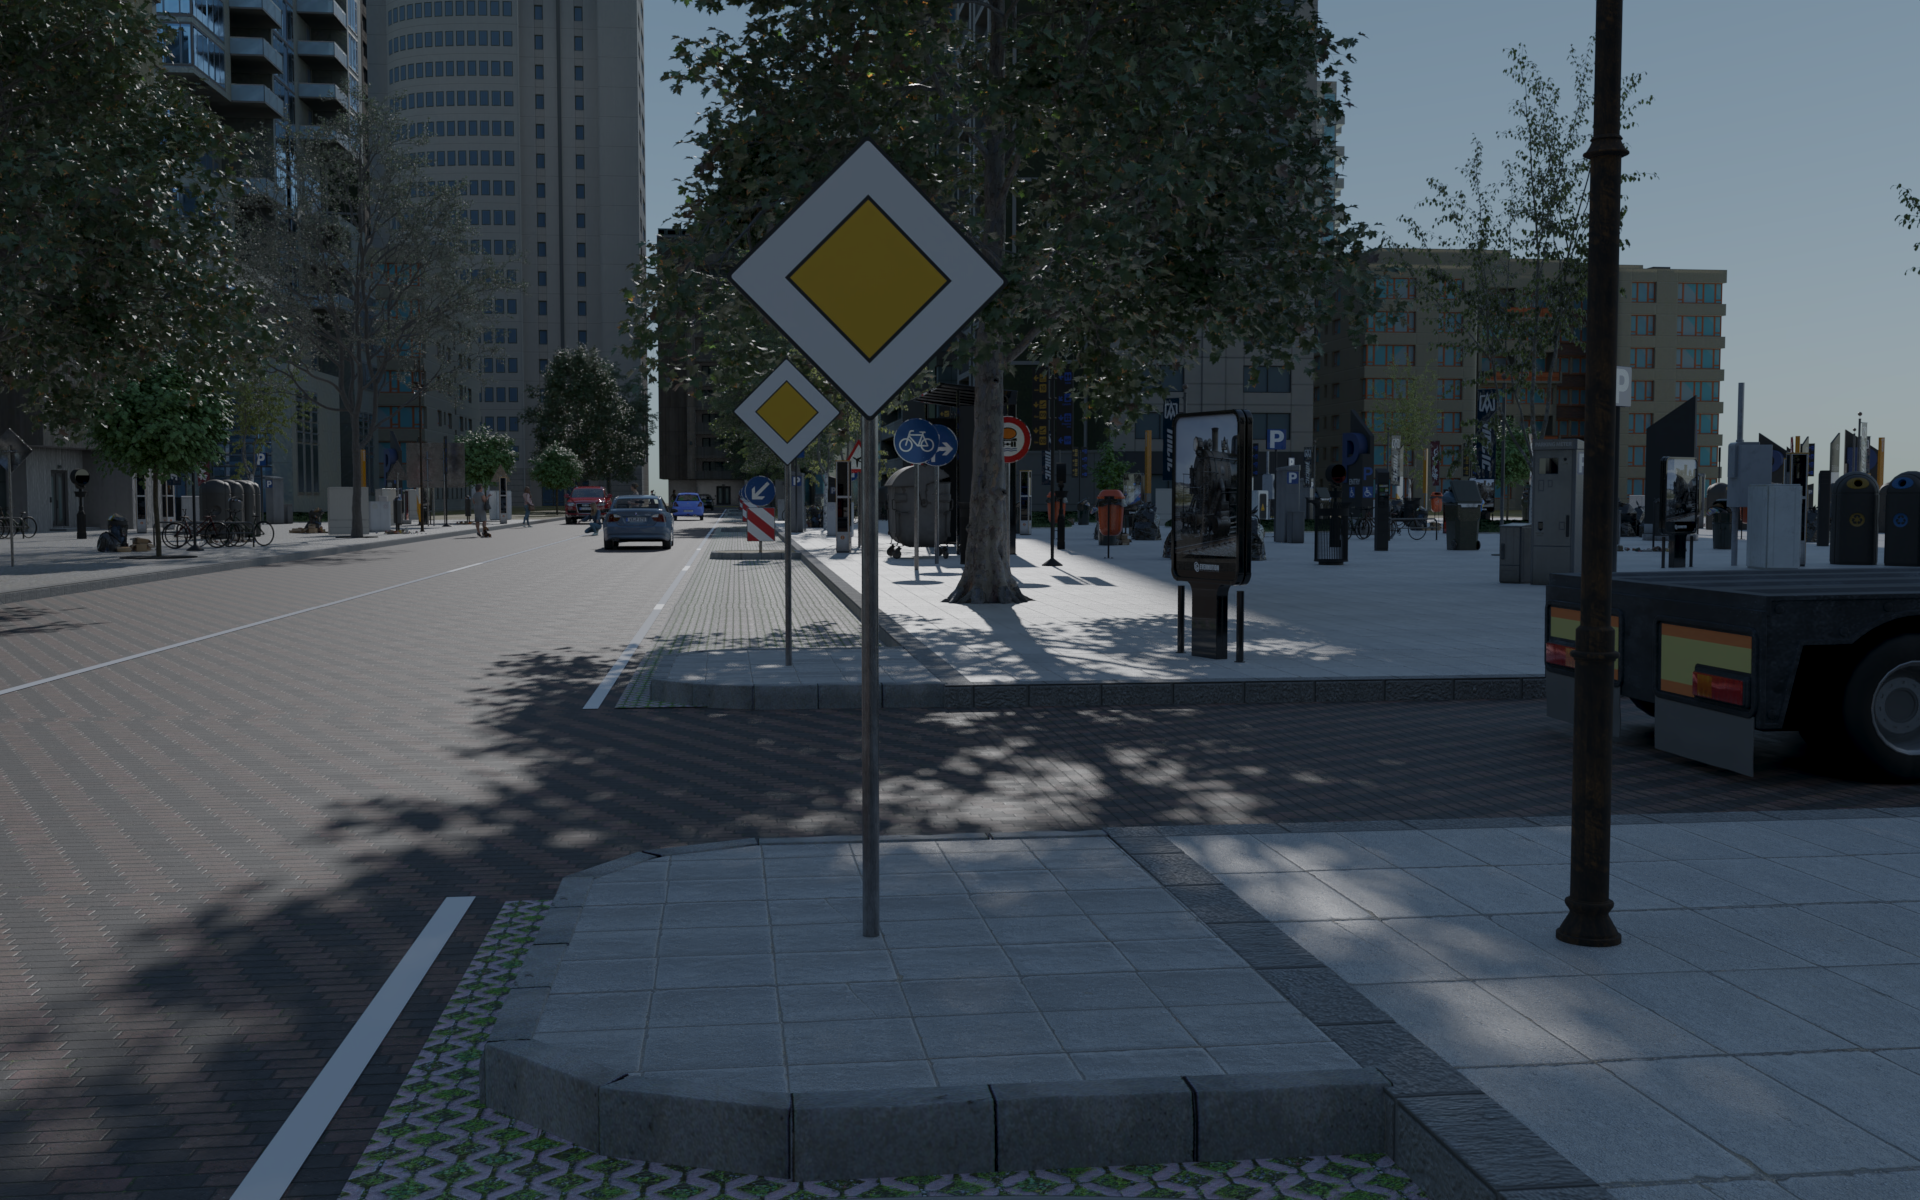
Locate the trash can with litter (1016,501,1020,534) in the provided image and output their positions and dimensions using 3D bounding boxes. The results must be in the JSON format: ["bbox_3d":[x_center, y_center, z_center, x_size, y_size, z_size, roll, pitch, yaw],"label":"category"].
[{"bbox_3d":[1.758,-2.704,55.592,1.055,1.170,0.624,2,4,32],"label":"trash can with litter"}]

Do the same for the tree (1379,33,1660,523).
[{"bbox_3d":[9.224,-4.754,28.096,4.360,8.622,3.978,0,3,0],"label":"tree"}]

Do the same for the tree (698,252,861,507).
[{"bbox_3d":[-7.719,-10.691,81.452,9.857,13.997,8.962,0,3,0],"label":"tree"}]

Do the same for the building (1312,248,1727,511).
[{"bbox_3d":[42.926,-18.380,145.545,28.899,21.520,27.650,0,4,-7],"label":"building"}]

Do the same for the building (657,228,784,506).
[{"bbox_3d":[-25.593,-25.445,187.732,14.107,30.474,14.160,0,4,-7],"label":"building"}]

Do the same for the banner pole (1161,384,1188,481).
[{"bbox_3d":[4.941,-3.029,39.544,0.863,3.779,0.401,3,5,44],"label":"banner pole"}]

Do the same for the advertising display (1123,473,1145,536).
[{"bbox_3d":[5.326,-2.930,53.116,0.123,1.923,0.974,-2,4,-29],"label":"advertising display"}]

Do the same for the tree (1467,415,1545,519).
[{"bbox_3d":[22.605,-5.380,71.677,4.285,4.588,4.351,0,3,0],"label":"tree"}]

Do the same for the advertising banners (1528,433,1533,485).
[{"bbox_3d":[17.102,-3.339,50.772,0.090,3.025,2.074,3,5,43],"label":"advertising banners"}]

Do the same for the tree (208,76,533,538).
[{"bbox_3d":[-17.580,-8.567,50.439,12.009,13.543,11.850,0,3,0],"label":"tree"}]

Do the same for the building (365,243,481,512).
[{"bbox_3d":[-53.948,-17.674,134.008,28.899,21.520,27.650,0,4,-7],"label":"building"}]

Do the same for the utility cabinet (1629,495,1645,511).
[{"bbox_3d":[36.305,-4.977,92.528,1.020,1.237,0.306,2,4,26],"label":"utility cabinet"}]

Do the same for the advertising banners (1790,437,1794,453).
[{"bbox_3d":[25.579,-3.510,53.576,0.090,3.025,2.074,1,4,18],"label":"advertising banners"}]

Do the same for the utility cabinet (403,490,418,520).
[{"bbox_3d":[-26.895,-4.668,84.999,0.318,1.500,1.173,1,4,22],"label":"utility cabinet"}]

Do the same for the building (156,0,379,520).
[{"bbox_3d":[-45.972,-47.965,96.900,22.319,86.520,31.000,0,4,-7],"label":"building"}]

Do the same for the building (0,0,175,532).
[{"bbox_3d":[-36.852,-17.591,59.308,14.160,30.474,14.107,0,4,-7],"label":"building"}]

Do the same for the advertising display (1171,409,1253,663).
[{"bbox_3d":[1.957,-0.509,13.542,0.123,1.923,0.974,-2,4,-24],"label":"advertising display"}]

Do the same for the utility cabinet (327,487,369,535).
[{"bbox_3d":[-19.050,-2.768,53.932,1.173,1.500,0.318,-2,4,-29],"label":"utility cabinet"}]

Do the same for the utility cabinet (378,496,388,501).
[{"bbox_3d":[-20.698,-3.121,62.188,0.306,1.237,1.020,-1,4,-17],"label":"utility cabinet"}]

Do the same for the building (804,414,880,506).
[{"bbox_3d":[-4.098,-35.173,194.689,30.456,49.044,23.786,0,4,-7],"label":"building"}]

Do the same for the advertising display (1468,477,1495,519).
[{"bbox_3d":[19.448,-3.635,64.638,0.974,1.923,0.123,0,4,5],"label":"advertising display"}]

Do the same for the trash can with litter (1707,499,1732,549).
[{"bbox_3d":[17.793,-1.776,40.425,0.624,1.170,1.055,2,4,27],"label":"trash can with litter"}]

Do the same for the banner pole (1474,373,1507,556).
[{"bbox_3d":[11.127,-2.822,36.160,0.401,3.779,0.863,-3,5,-42],"label":"banner pole"}]

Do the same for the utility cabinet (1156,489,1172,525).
[{"bbox_3d":[8.494,-3.746,69.929,1.173,1.500,0.318,1,4,10],"label":"utility cabinet"}]

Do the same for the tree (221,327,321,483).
[{"bbox_3d":[-26.849,-7.067,65.911,4.737,8.622,4.395,0,3,0],"label":"tree"}]

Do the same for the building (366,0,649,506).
[{"bbox_3d":[-48.343,-39.475,187.416,28.212,58.520,21.231,0,4,-7],"label":"building"}]

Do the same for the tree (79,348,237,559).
[{"bbox_3d":[-16.089,-3.121,34.741,4.285,4.588,4.351,0,3,0],"label":"tree"}]

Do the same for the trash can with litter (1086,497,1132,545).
[{"bbox_3d":[3.801,-1.955,43.349,0.624,1.170,1.055,3,5,43],"label":"trash can with litter"}]

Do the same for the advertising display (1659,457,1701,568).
[{"bbox_3d":[12.515,-1.527,30.174,0.974,1.923,0.123,-2,4,-35],"label":"advertising display"}]

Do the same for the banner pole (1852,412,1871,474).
[{"bbox_3d":[27.566,-3.851,52.987,0.863,3.779,0.401,-3,5,-43],"label":"banner pole"}]

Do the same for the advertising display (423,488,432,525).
[{"bbox_3d":[-22.441,-4.120,72.577,0.974,1.923,0.123,3,5,41],"label":"advertising display"}]

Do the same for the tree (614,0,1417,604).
[{"bbox_3d":[0.439,-6.314,20.237,9.611,12.733,9.660,0,3,0],"label":"tree"}]

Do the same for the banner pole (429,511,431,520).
[{"bbox_3d":[-25.800,-5.804,84.918,0.863,3.779,0.401,-3,5,-42],"label":"banner pole"}]

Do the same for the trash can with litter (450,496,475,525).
[{"bbox_3d":[-20.872,-3.829,73.662,1.678,1.210,2.233,-2,4,-24],"label":"trash can with litter"}]

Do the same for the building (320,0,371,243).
[{"bbox_3d":[-73.367,-45.549,182.973,20.611,71.187,20.563,0,4,-7],"label":"building"}]

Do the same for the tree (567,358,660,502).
[{"bbox_3d":[-32.142,-15.385,158.191,9.857,13.997,8.962,0,3,0],"label":"tree"}]

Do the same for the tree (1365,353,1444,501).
[{"bbox_3d":[23.057,-8.493,89.231,4.737,8.622,4.395,0,3,0],"label":"tree"}]

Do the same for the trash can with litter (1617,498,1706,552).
[{"bbox_3d":[15.383,-1.701,38.870,2.233,1.210,1.678,-1,4,-11],"label":"trash can with litter"}]

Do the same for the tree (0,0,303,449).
[{"bbox_3d":[-14.189,-6.528,23.741,9.611,12.733,9.660,0,3,0],"label":"tree"}]

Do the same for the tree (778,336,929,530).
[{"bbox_3d":[-2.987,-5.951,47.659,4.360,8.622,3.978,0,3,0],"label":"tree"}]

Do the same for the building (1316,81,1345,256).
[{"bbox_3d":[27.263,-35.428,198.858,30.456,49.044,23.786,0,4,-7],"label":"building"}]

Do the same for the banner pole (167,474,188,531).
[{"bbox_3d":[-27.415,-4.328,60.784,0.863,3.779,0.401,-2,4,-23],"label":"banner pole"}]

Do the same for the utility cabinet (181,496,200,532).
[{"bbox_3d":[-24.779,-2.766,56.385,1.020,1.237,0.306,-2,4,-26],"label":"utility cabinet"}]

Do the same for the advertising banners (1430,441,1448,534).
[{"bbox_3d":[15.845,-3.666,56.127,0.090,3.025,2.074,-1,4,-20],"label":"advertising banners"}]

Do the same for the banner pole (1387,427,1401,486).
[{"bbox_3d":[16.172,-4.573,64.791,0.863,3.779,0.401,-2,4,-30],"label":"banner pole"}]

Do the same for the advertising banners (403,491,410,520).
[{"bbox_3d":[-25.367,-5.085,79.329,0.090,3.025,2.074,0,4,-3],"label":"advertising banners"}]

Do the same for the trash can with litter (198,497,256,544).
[{"bbox_3d":[-19.394,-2.114,45.624,1.678,1.210,2.233,1,4,11],"label":"trash can with litter"}]

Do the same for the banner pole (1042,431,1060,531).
[{"bbox_3d":[3.210,-4.279,59.986,0.863,3.779,0.401,1,4,17],"label":"banner pole"}]

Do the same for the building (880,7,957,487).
[{"bbox_3d":[4.808,-31.798,143.600,21.300,48.544,21.600,0,4,-7],"label":"building"}]

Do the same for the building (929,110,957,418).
[{"bbox_3d":[4.477,-21.656,125.771,14.160,30.474,14.107,0,4,-7],"label":"building"}]

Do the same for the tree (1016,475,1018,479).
[{"bbox_3d":[1.632,-4.766,72.518,1.663,3.219,1.824,0,3,0],"label":"tree"}]

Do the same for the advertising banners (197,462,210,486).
[{"bbox_3d":[-24.827,-3.818,58.609,2.074,3.025,0.090,-1,4,-9],"label":"advertising banners"}]

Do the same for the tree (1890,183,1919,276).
[{"bbox_3d":[20.803,-5.020,32.434,4.737,8.622,4.395,0,3,0],"label":"tree"}]

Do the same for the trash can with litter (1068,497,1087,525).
[{"bbox_3d":[4.842,-3.663,71.284,1.055,1.170,0.624,1,4,10],"label":"trash can with litter"}]

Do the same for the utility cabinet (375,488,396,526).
[{"bbox_3d":[-22.873,-3.687,68.969,0.318,1.500,1.173,0,4,8],"label":"utility cabinet"}]

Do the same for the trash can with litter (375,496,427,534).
[{"bbox_3d":[-18.105,-2.764,56.251,1.678,1.210,2.233,-1,4,-11],"label":"trash can with litter"}]

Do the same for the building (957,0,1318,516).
[{"bbox_3d":[9.058,-40.937,107.566,20.563,71.187,20.611,0,4,-7],"label":"building"}]

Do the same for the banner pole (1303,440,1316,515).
[{"bbox_3d":[16.373,-5.563,80.969,0.401,3.779,0.863,-3,5,-40],"label":"banner pole"}]

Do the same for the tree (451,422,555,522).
[{"bbox_3d":[-21.826,-5.844,79.261,4.285,4.588,4.351,0,3,0],"label":"tree"}]

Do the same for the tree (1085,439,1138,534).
[{"bbox_3d":[4.743,-3.682,54.802,1.663,3.219,1.824,0,3,0],"label":"tree"}]
